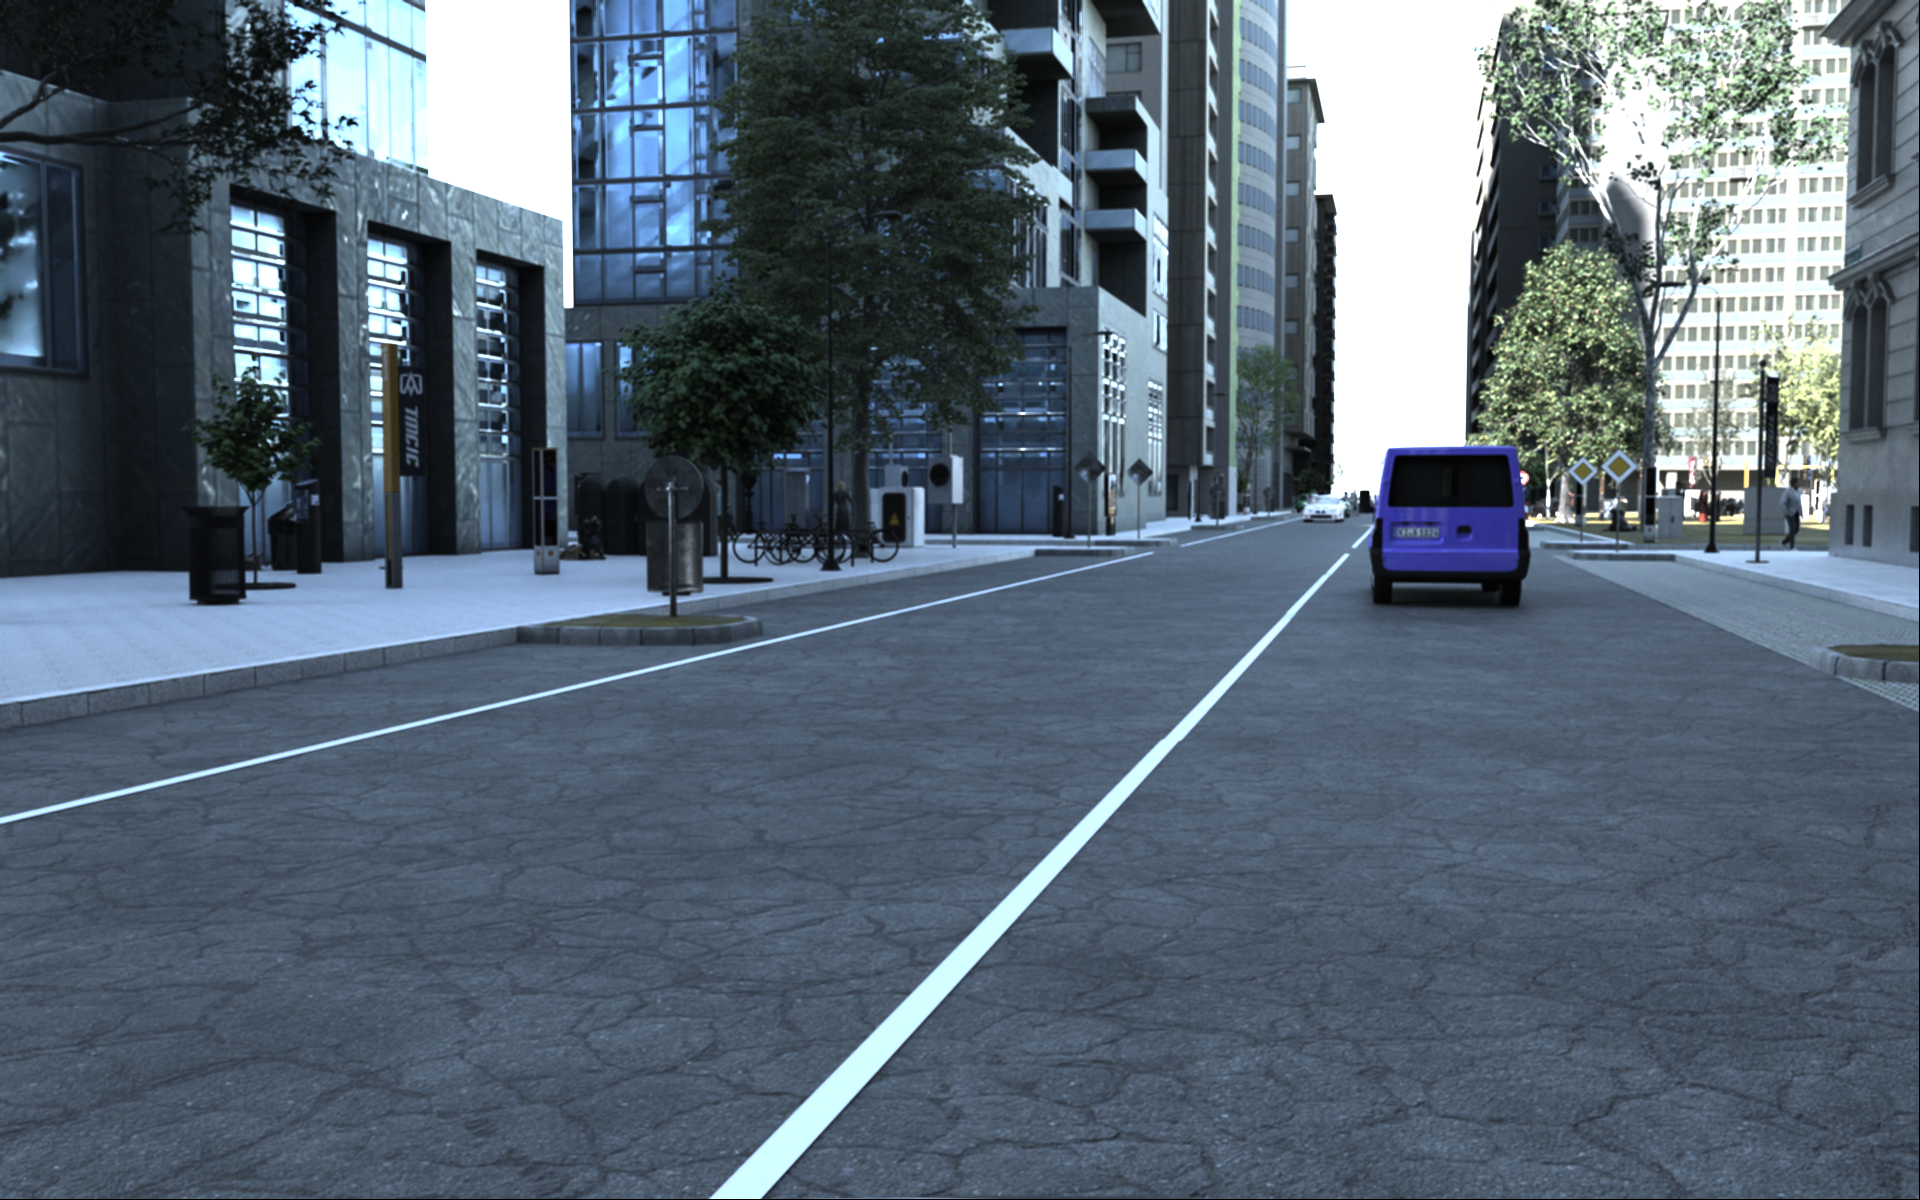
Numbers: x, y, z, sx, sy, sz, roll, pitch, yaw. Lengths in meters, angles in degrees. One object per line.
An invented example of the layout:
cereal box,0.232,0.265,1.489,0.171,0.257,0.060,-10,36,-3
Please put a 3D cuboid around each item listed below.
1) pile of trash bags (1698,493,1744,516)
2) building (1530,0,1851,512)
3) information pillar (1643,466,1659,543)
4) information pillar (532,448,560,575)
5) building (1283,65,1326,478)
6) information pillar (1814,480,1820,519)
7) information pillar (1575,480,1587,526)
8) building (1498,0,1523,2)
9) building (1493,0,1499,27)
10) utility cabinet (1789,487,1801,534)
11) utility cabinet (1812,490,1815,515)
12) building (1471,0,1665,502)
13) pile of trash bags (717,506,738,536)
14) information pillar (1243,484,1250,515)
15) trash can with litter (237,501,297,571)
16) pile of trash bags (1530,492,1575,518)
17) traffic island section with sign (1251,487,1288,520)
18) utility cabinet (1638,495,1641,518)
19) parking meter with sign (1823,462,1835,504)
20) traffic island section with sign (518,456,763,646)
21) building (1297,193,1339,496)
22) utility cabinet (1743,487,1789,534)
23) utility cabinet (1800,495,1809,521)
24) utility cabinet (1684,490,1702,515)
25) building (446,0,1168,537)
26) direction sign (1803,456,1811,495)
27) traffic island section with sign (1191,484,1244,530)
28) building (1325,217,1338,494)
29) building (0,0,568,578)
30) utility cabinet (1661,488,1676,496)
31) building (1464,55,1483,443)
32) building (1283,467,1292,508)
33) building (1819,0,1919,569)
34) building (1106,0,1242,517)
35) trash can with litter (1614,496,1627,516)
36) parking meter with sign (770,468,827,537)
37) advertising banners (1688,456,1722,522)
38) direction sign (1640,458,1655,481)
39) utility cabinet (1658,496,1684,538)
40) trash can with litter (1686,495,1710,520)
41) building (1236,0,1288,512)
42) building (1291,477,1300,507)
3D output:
pile of trash bags,43.931,-5.530,100.175,3.447,1.369,1.912,-2,4,-29
building,58.549,-26.867,131.158,32.217,40.220,23.993,1,4,14
information pillar,18.356,-2.538,45.981,0.304,2.012,0.304,2,4,33
information pillar,-6.610,-1.417,27.656,0.304,2.012,0.304,-3,5,-40
building,31.115,-38.609,220.494,28.713,52.752,27.495,1,4,14
information pillar,44.278,-5.192,89.383,0.304,2.012,0.304,2,4,27
information pillar,24.764,-3.950,69.081,0.304,2.012,0.304,-3,4,-38
building,58.907,-32.520,155.411,21.300,48.544,21.600,1,4,14
building,72.417,-47.070,207.850,20.563,71.187,20.611,1,4,14
utility cabinet,26.252,-2.845,55.193,1.173,1.500,0.318,-2,4,-26
utility cabinet,53.107,-5.998,106.740,1.173,1.500,0.318,-1,4,-15
building,64.027,-33.853,177.206,21.300,48.544,21.600,1,4,14
pile of trash bags,-8.497,-2.672,53.447,3.447,1.369,1.912,2,4,34
information pillar,17.968,-6.365,108.560,0.304,2.012,0.304,-3,4,-38
trash can with litter,-11.589,-1.082,29.080,1.055,1.170,0.624,-1,4,-18
pile of trash bags,32.487,-5.161,94.136,1.912,1.369,3.447,3,5,43
traffic island section with sign,17.384,-5.415,97.167,1.989,1.847,2.006,1,4,14
utility cabinet,37.442,-5.083,94.274,1.020,1.237,0.306,-1,4,-11
parking meter with sign,47.476,-5.970,93.871,1.738,3.016,0.543,-2,4,-24
traffic island section with sign,-3.079,-0.535,17.374,1.989,1.847,2.006,1,4,14
building,42.332,-36.275,247.727,22.147,44.769,28.867,1,4,14
utility cabinet,25.363,-2.809,54.608,1.173,1.500,0.318,1,4,20
utility cabinet,40.419,-4.434,83.651,1.020,1.237,0.306,2,4,33
utility cabinet,43.607,-5.782,103.212,1.173,1.500,0.318,-1,4,-18
building,-2.688,-46.262,69.063,22.319,86.520,31.000,1,4,14
direction sign,49.856,-6.729,102.017,0.876,3.537,0.379,-3,5,-39
traffic island section with sign,10.458,-3.763,70.159,1.989,1.847,2.006,1,4,14
building,50.776,-37.775,267.739,14.600,45.320,14.200,1,4,14
building,-27.081,-43.966,31.513,31.000,86.520,22.319,1,4,14
utility cabinet,26.687,-3.463,65.294,0.318,1.500,1.173,1,4,11
building,78.782,-42.187,231.762,21.231,58.520,28.212,1,4,14
building,20.502,-44.198,160.896,20.563,71.187,20.611,1,4,14
building,21.343,-14.404,22.896,14.401,28.519,23.554,1,4,14
building,8.319,-25.413,99.102,14.154,41.232,14.086,1,4,14
trash can with litter,40.192,-5.795,106.138,1.055,1.170,0.624,-2,4,-30
parking meter with sign,-4.840,-3.381,51.542,1.738,3.016,0.543,1,4,14
advertising banners,34.175,-5.096,79.509,0.090,3.025,2.074,-1,4,-21
direction sign,41.907,-6.949,105.620,0.876,3.537,0.379,2,4,31
utility cabinet,20.420,-2.388,50.212,1.020,1.237,0.306,0,4,-7
trash can with litter,40.912,-5.283,97.433,2.233,1.210,1.678,-2,4,-31
building,14.386,-36.434,137.694,21.231,58.520,28.212,1,4,14
building,19.852,-30.159,184.985,32.217,40.220,23.993,1,4,14
